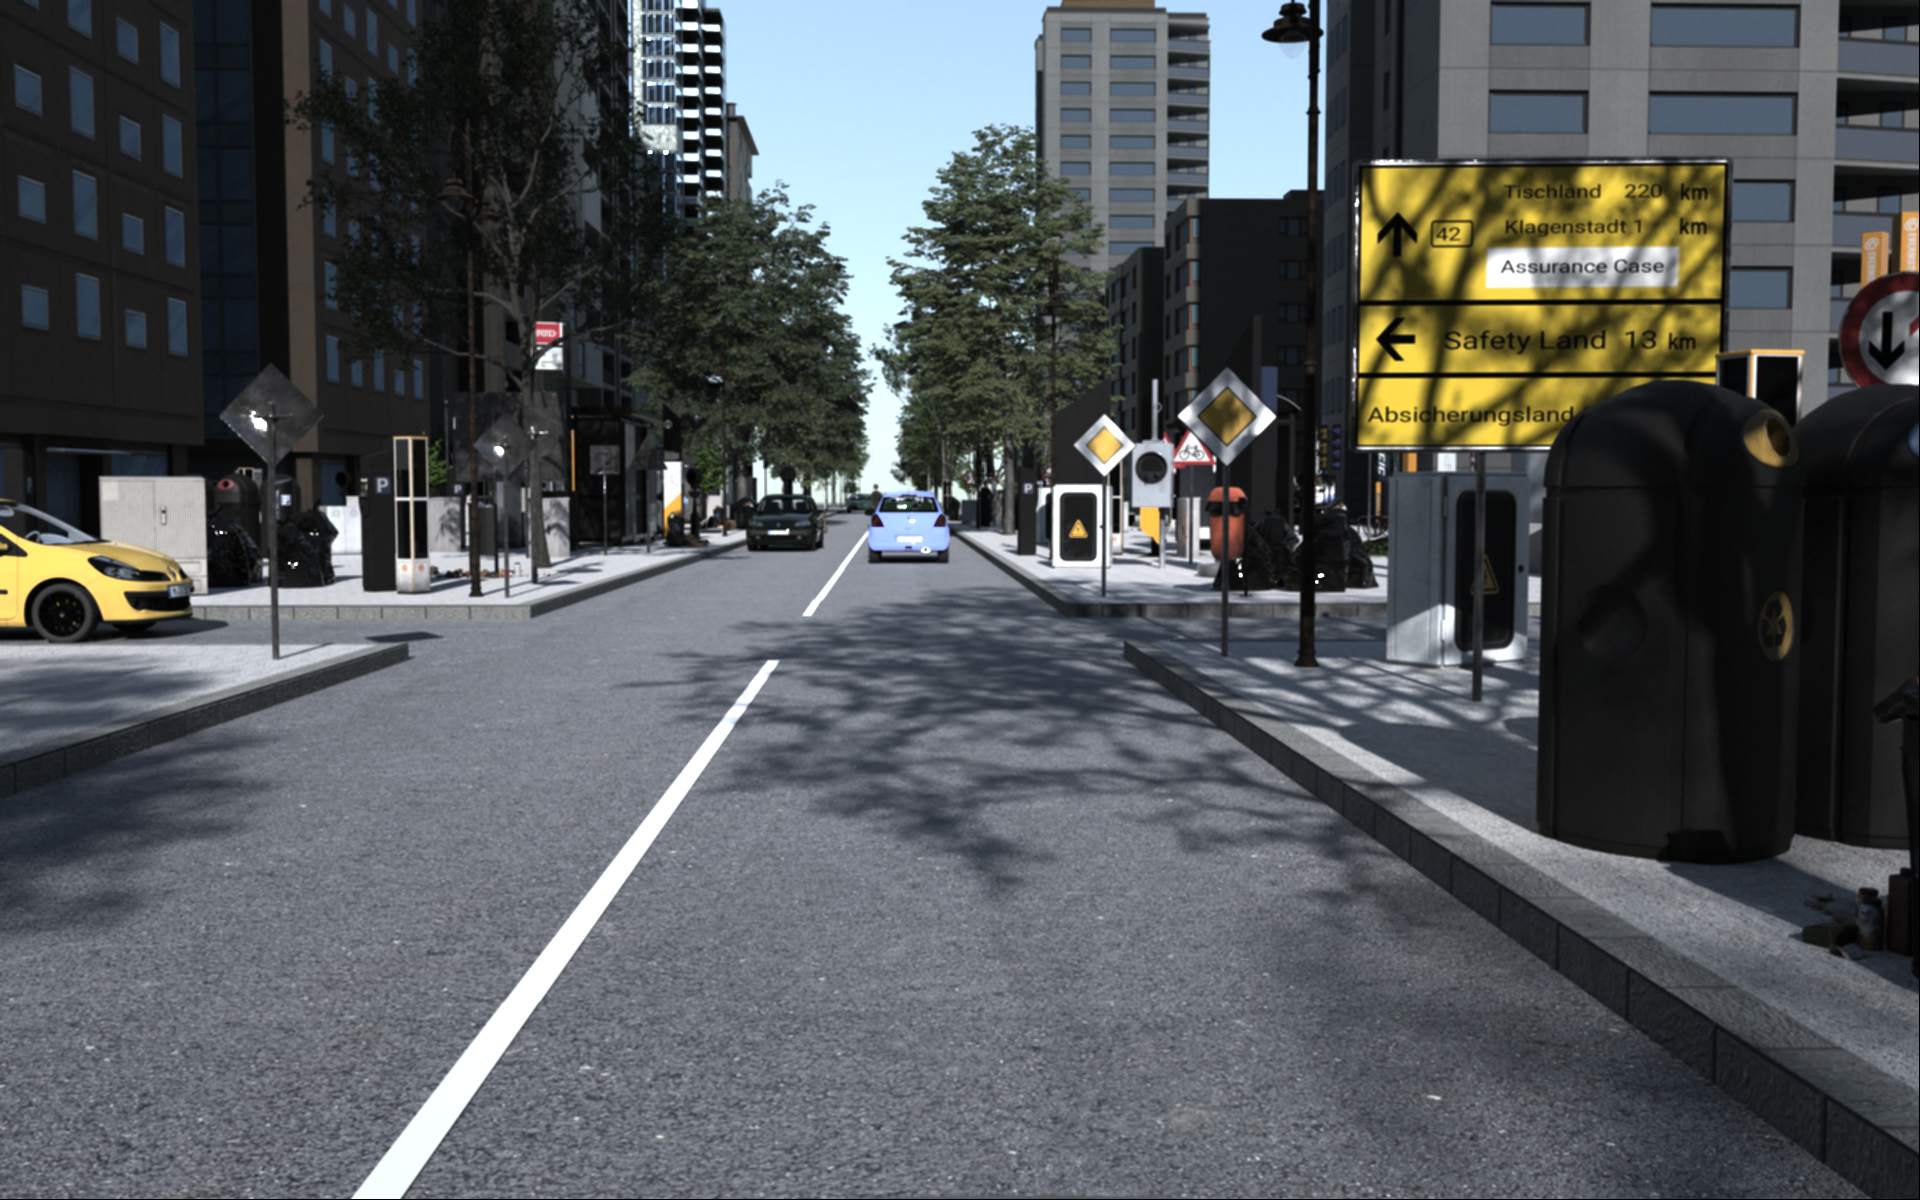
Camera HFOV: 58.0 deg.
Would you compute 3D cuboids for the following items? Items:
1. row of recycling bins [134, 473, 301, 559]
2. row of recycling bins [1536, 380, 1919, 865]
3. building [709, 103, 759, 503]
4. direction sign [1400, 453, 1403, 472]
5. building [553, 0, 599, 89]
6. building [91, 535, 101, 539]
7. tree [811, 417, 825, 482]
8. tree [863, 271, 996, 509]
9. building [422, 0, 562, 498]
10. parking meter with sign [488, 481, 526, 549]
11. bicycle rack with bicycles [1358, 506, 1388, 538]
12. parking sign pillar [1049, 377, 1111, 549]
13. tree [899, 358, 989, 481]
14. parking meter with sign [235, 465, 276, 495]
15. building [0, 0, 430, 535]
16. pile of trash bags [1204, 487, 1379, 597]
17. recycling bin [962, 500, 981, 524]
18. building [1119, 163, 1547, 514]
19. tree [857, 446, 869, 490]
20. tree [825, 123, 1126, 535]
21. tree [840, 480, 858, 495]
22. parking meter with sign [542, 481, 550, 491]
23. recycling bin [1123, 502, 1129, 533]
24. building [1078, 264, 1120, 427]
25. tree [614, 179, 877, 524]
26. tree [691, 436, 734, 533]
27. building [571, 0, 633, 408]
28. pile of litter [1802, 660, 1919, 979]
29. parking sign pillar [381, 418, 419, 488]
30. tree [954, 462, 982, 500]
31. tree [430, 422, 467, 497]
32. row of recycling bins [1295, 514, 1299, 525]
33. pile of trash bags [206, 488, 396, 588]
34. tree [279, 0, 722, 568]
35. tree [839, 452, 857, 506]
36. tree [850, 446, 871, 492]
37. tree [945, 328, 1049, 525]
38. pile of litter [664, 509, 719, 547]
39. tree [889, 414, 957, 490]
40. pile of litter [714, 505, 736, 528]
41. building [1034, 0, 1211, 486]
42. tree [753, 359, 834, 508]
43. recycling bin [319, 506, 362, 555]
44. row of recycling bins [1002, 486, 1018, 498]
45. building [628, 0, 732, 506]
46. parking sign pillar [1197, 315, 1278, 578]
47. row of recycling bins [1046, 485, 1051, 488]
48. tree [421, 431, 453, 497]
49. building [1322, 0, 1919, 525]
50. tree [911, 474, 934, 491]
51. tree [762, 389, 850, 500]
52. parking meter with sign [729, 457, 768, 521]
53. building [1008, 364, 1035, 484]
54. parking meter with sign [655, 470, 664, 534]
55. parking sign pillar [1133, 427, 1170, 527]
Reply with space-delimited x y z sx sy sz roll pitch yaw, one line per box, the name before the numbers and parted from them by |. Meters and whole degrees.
row of recycling bins | -14.989 -1.691 34.763 3.534 1.692 1.069 0 4 0
row of recycling bins | 3.929 0.034 6.564 3.534 1.692 1.069 0 4 -6
building | -42.650 -39.631 237.199 28.713 52.752 27.495 0 4 -2
direction sign | 15.886 -4.298 62.267 0.379 3.537 0.876 0 4 7
building | -37.834 -31.745 108.261 28.713 52.752 27.495 0 4 -2
building | -28.677 -23.968 41.989 14.600 45.320 14.200 0 4 -2
tree | -12.358 -15.624 173.580 7.486 12.596 7.792 0 3 0
tree | -2.262 -17.976 149.803 12.611 20.169 13.585 0 3 0
building | -28.461 -19.269 86.750 14.160 30.474 14.107 0 4 -2
parking meter with sign | -10.674 -2.730 40.891 0.543 3.016 1.738 1 4 17
bicycle rack with bicycles | 13.241 -2.354 51.865 2.925 0.926 2.852 0 4 -2
parking sign pillar | 2.792 -3.148 39.949 1.447 3.967 1.447 0 4 -6
tree | -0.615 -12.220 125.556 9.928 11.665 9.643 0 3 0
parking meter with sign | -21.358 -3.408 51.981 0.543 3.016 1.738 3 5 44
building | -28.856 -25.324 64.155 14.600 45.320 14.200 0 4 -2
pile of trash bags | 4.181 -0.808 22.961 1.912 1.369 3.447 2 4 34
recycling bin | 0.554 -3.725 73.453 0.722 1.027 0.722 3 5 44
building | 26.521 -16.597 116.393 27.650 21.520 28.899 0 4 -2
tree | -12.220 -14.454 186.677 4.737 8.622 4.395 0 3 0
tree | 1.133 -8.315 54.084 7.486 12.596 7.792 0 3 0
tree | -14.840 -14.421 230.389 1.663 3.219 1.824 0 3 0
parking meter with sign | -18.476 -4.899 76.361 0.543 3.016 1.738 3 5 40
recycling bin | 5.132 -2.761 57.692 0.722 1.027 0.722 -3 5 -43
building | 25.169 -18.359 145.208 27.650 21.520 28.899 0 4 -2
tree | -9.003 -10.006 70.248 9.857 13.997 8.962 0 3 0
tree | -8.277 -3.839 57.362 1.663 3.219 1.824 0 3 0
building | -33.983 -42.435 132.072 20.563 71.187 20.611 0 4 -2
pile of litter | 2.943 0.573 4.602 1.176 0.858 1.719 1 4 11
parking sign pillar | -19.798 -4.449 61.212 1.447 3.967 1.447 -2 4 -33
tree | 0.634 -6.616 102.767 1.663 3.219 1.824 0 3 0
tree | -23.482 -5.772 78.090 4.285 4.588 4.351 0 3 0
row of recycling bins | 13.791 -3.976 72.119 3.534 1.692 1.069 3 5 42
pile of trash bags | -9.194 -0.895 24.391 3.447 1.369 1.912 0 4 4
tree | -7.604 -5.833 29.790 7.601 10.594 8.767 0 4 -4
tree | -12.348 -12.552 155.592 4.737 8.622 4.395 0 3 0
tree | -12.321 -14.911 194.153 4.360 8.622 3.978 0 3 0
tree | 1.664 -7.412 71.545 4.737 8.622 4.395 0 3 0
pile of litter | -6.723 -1.746 42.511 1.176 0.858 1.719 0 4 2
tree | -4.560 -19.239 231.561 9.611 12.733 9.660 0 3 0
pile of litter | -8.904 -3.159 65.612 1.176 0.858 1.719 3 4 38
building | 19.718 -41.041 213.021 21.231 58.520 28.212 0 4 -2
tree | -9.442 -8.737 93.204 4.737 8.622 4.395 0 3 0
recycling bin | -13.133 -1.479 36.730 0.722 1.027 0.722 -2 4 -34
row of recycling bins | 2.368 -4.175 75.378 1.069 1.692 3.534 0 4 -4
building | -38.238 -54.671 206.549 22.319 86.520 31.000 0 4 -2
parking sign pillar | 4.429 -2.349 26.874 1.447 3.967 1.447 -1 4 -16
row of recycling bins | 3.868 -4.588 82.120 1.069 1.692 3.534 1 4 15
tree | -16.358 -3.571 52.988 1.663 3.219 1.824 0 3 0
building | 26.516 -32.496 73.307 21.231 58.520 28.212 0 4 -2
tree | -4.684 -14.356 218.428 4.285 4.588 4.351 0 3 0
tree | -9.678 -9.394 103.951 4.360 8.622 3.978 0 3 0
parking meter with sign | -9.895 -5.183 81.002 1.738 3.016 0.543 -1 4 -20
building | 21.415 -24.324 242.734 27.650 21.520 28.899 0 4 -2
parking meter with sign | -9.859 -3.629 55.599 1.738 3.016 0.543 0 4 4
parking sign pillar | 7.481 -4.841 67.625 1.447 3.967 1.447 0 4 5
